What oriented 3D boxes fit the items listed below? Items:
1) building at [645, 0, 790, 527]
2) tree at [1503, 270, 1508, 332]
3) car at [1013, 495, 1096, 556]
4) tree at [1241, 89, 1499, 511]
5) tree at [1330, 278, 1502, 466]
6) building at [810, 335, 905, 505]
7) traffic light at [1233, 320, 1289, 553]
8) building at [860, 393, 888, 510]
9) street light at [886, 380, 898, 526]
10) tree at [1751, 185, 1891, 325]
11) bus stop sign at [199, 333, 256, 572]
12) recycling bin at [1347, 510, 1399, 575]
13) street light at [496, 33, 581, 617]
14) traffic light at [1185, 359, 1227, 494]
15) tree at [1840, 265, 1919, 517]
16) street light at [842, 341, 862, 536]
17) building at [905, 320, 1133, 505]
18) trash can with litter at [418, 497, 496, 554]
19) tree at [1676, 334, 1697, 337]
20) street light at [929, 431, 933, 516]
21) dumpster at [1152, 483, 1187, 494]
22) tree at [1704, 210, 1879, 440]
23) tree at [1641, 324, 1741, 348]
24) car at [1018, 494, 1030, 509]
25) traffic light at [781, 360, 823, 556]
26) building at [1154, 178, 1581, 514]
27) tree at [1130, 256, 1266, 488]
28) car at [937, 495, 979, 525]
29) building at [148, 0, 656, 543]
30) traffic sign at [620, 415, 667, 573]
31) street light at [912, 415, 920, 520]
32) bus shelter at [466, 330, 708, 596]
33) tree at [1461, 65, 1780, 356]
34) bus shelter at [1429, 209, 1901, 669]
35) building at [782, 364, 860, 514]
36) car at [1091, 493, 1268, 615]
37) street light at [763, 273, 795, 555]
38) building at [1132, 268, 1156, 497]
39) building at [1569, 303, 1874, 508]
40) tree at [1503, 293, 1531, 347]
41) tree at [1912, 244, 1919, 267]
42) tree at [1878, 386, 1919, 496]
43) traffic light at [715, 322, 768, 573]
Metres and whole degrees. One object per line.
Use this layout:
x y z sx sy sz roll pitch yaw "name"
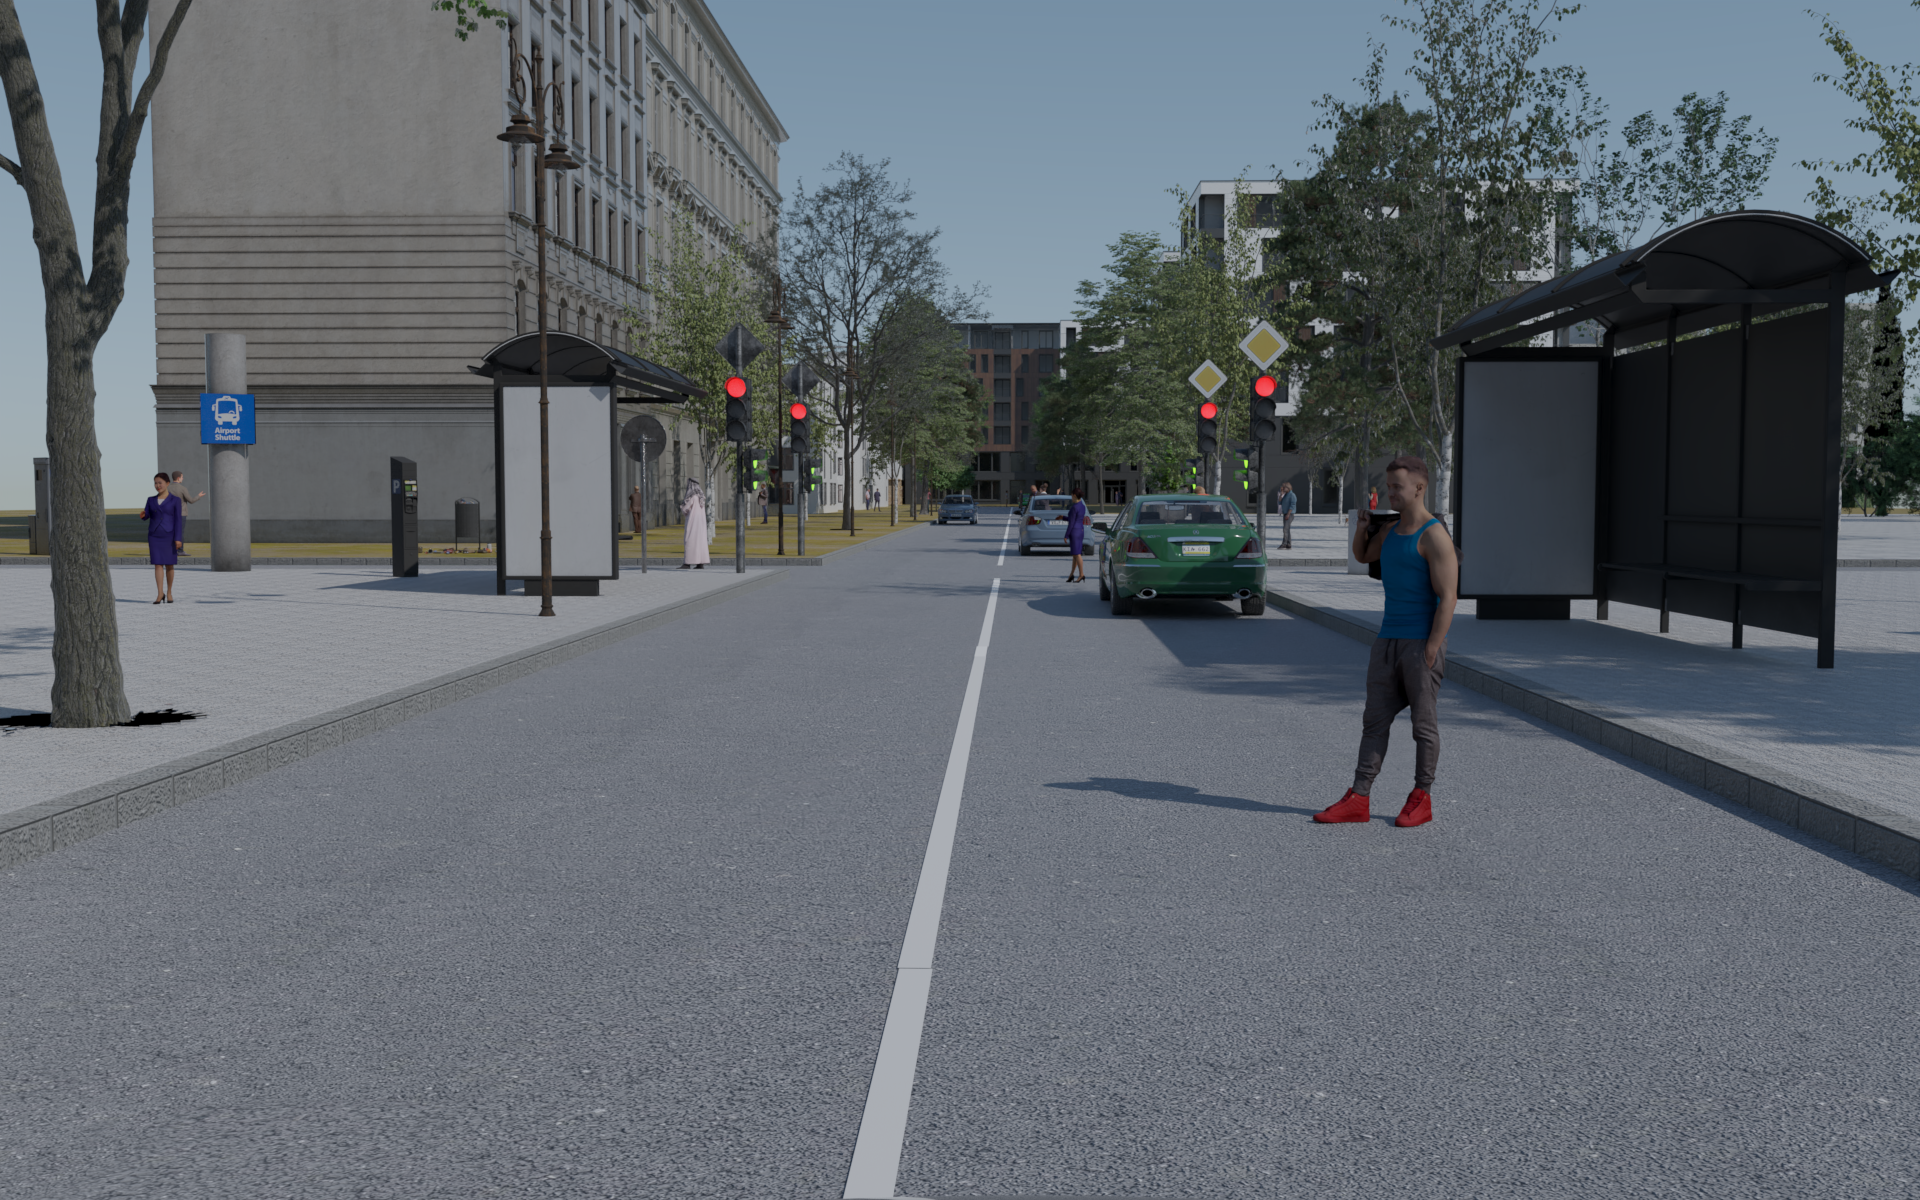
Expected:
-19.239 -18.836 84.381 17.030 29.872 44.131 0 4 2 "building"
16.949 -8.643 63.362 6.751 12.117 7.091 0 3 0 "tree"
2.289 -1.812 41.627 2.014 1.417 4.499 0 4 1 "car"
11.003 -7.650 47.126 6.751 12.117 7.091 0 3 0 "tree"
23.766 -11.443 94.512 7.806 13.903 7.818 0 3 0 "tree"
-12.462 -21.720 211.546 11.380 20.091 16.016 0 4 2 "building"
4.816 -2.354 27.729 0.839 4.213 0.868 0 4 2 "traffic light"
-12.134 -13.055 155.590 9.099 9.664 28.070 0 4 2 "building"
-2.694 -5.873 68.810 0.468 5.910 1.993 0 4 2 "street light"
21.093 -5.615 42.172 4.360 8.622 3.978 0 3 0 "tree"
-12.121 -2.426 28.688 0.837 3.901 0.837 -2 4 -24 "bus stop sign"
6.651 -0.920 27.604 0.722 1.027 0.722 3 4 36 "recycling bin"
-4.342 -2.767 18.034 0.468 5.910 1.993 0 4 2 "street light"
5.068 -2.842 35.710 0.839 4.213 0.868 0 4 2 "traffic light"
51.261 -12.092 99.532 18.604 14.587 13.155 1 4 17 "tree"
-3.263 -4.870 52.410 0.468 5.910 1.993 0 4 2 "street light"
10.027 -22.819 217.058 32.646 21.610 27.936 0 4 2 "building"
-11.077 -1.627 37.659 2.233 1.210 1.678 0 4 -3 "trash can with litter"
22.085 -6.457 55.942 4.360 8.622 3.978 0 3 0 "tree"
-1.678 -7.884 101.689 0.468 5.910 1.993 0 4 2 "street light"
7.583 -3.479 62.638 1.264 1.857 1.865 0 4 2 "dumpster"
30.974 -8.790 65.774 6.751 12.117 7.091 0 3 0 "tree"
20.801 -6.033 49.005 4.737 8.622 4.395 0 3 0 "tree"
6.711 -9.997 172.240 1.959 1.807 4.718 0 4 1 "car"
-3.289 -2.857 35.958 0.839 4.213 0.868 0 4 2 "traffic light"
30.084 -17.429 128.946 27.936 21.610 32.646 0 4 2 "building"
13.203 -11.329 92.649 7.806 13.903 7.818 0 3 0 "tree"
-0.077 -4.330 82.791 2.014 1.417 4.499 0 4 3 "car"
-16.036 -12.492 53.395 9.793 20.994 18.267 0 4 2 "building"
-5.108 -1.702 27.940 0.768 2.556 0.104 0 4 6 "traffic sign"
-2.206 -6.854 84.857 0.468 5.910 1.993 0 4 2 "street light"
-4.998 -1.851 24.188 2.014 3.302 5.546 0 4 2 "bus shelter"
28.546 -13.560 77.589 12.611 20.169 13.585 0 3 0 "tree"
5.743 -1.296 15.114 2.014 3.302 5.546 0 4 2 "bus shelter"
-13.288 -11.248 126.048 9.099 9.664 28.070 0 4 2 "building"
2.745 -0.618 21.905 2.131 1.459 4.920 0 4 2 "car"
-3.776 -3.888 36.364 0.468 5.910 1.993 0 4 2 "street light"
31.497 -19.421 161.502 27.936 21.610 32.646 0 4 2 "building"
69.422 -18.519 169.250 31.486 18.905 16.747 0 4 2 "building"
32.143 -12.103 105.309 7.806 13.903 7.818 0 3 0 "tree"
30.233 -7.426 47.178 9.928 11.665 9.643 0 3 0 "tree"
49.313 -7.050 78.172 11.467 7.101 20.602 -2 4 -26 "tree"
-3.542 -2.369 27.977 0.839 4.213 0.868 0 4 2 "traffic light"
